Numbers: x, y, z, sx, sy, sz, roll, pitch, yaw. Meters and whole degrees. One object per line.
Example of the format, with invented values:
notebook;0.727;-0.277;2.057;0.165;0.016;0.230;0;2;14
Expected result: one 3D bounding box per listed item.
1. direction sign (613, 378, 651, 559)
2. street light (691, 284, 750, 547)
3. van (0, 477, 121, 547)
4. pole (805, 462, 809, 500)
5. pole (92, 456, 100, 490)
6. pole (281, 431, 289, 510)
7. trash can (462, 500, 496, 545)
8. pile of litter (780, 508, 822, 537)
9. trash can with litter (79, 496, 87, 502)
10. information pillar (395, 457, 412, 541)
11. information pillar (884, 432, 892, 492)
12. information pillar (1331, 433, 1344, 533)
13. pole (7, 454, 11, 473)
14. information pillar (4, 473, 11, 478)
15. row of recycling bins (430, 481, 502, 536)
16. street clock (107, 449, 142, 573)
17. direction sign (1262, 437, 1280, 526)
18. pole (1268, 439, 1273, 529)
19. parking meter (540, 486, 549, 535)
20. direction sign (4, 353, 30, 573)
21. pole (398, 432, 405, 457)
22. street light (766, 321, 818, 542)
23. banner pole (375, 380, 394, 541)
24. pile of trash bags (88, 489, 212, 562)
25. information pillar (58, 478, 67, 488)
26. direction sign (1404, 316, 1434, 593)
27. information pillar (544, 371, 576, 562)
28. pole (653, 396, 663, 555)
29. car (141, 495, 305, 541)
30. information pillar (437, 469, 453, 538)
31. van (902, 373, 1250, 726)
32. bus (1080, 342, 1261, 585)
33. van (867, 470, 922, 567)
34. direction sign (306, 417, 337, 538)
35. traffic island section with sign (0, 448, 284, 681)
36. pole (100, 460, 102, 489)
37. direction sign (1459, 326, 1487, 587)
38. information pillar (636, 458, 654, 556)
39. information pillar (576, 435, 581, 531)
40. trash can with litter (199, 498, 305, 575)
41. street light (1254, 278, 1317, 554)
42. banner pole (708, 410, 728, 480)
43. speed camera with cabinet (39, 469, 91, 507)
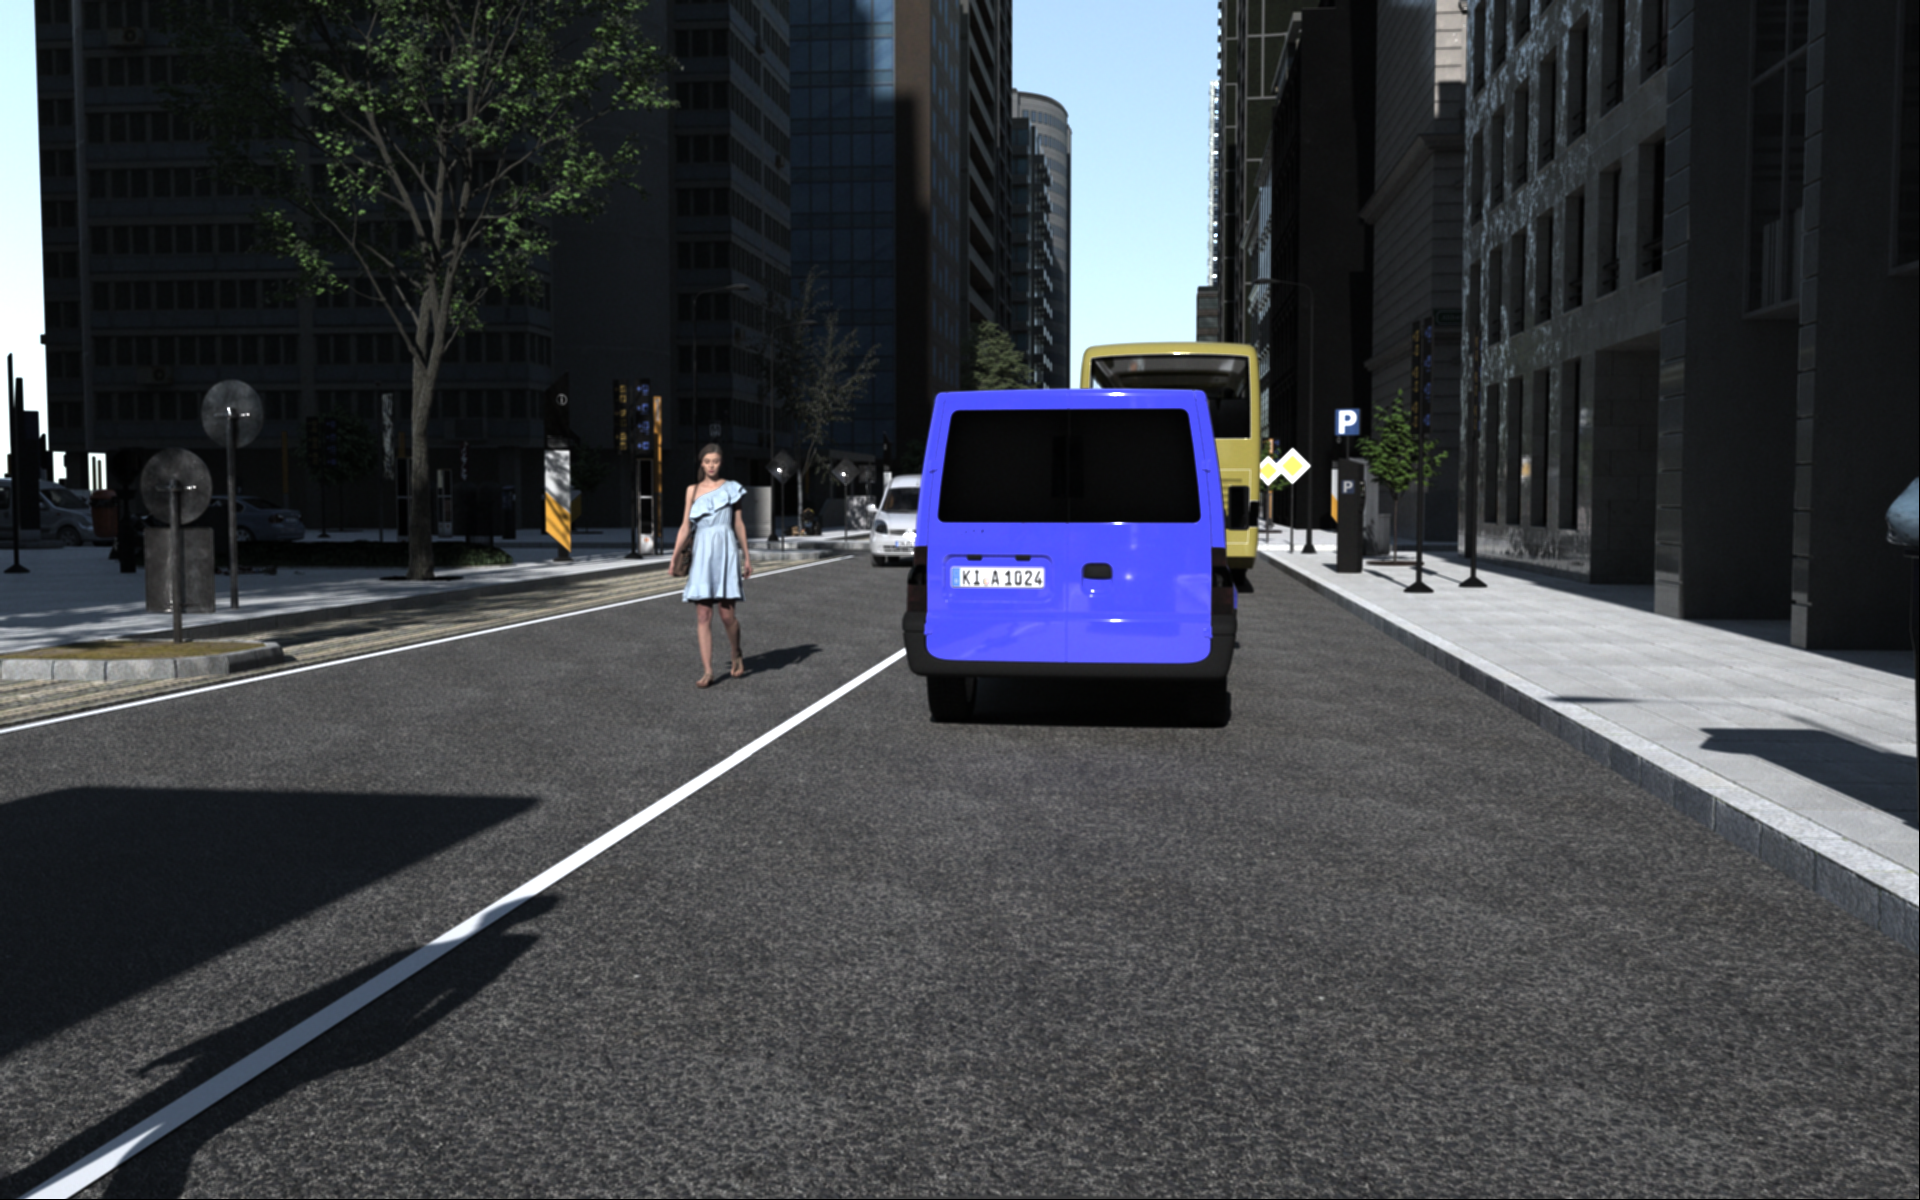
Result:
direction sign;-6.463;-2.580;34.178;0.876;3.537;0.379;2;4;25
street light;-5.356;-4.039;38.577;1.470;5.913;1.316;0;4;6
van;-23.691;-2.300;44.617;4.112;2.044;2.013;0;4;7
pole;-7.949;-5.892;90.178;0.158;3.312;0.155;0;3;0
pole;-46.714;-6.096;93.507;0.158;3.312;0.155;0;3;0
pole;-21.897;-3.815;56.216;0.158;3.312;0.155;0;3;0
trash can;-10.815;-1.670;38.962;0.748;1.137;0.748;0;3;0
pile of litter;-4.913;-2.396;53.139;1.176;0.858;1.719;3;5;40
trash can with litter;-26.972;-2.583;53.297;2.233;1.210;1.678;3;4;38
information pillar;-10.919;-1.819;34.230;0.304;2.012;0.304;1;4;20
information pillar;-2.740;-4.527;65.367;0.183;3.616;0.504;-2;4;-31
information pillar;12.493;-4.031;57.268;0.183;3.616;0.504;-2;4;-31
pole;-48.212;-5.755;87.944;0.158;3.312;0.155;0;3;0
information pillar;-33.624;-3.481;61.414;0.304;2.012;0.304;1;4;10
row of recycling bins;-15.578;-2.858;53.840;3.534;1.692;1.069;2;4;33
street clock;-13.587;-1.447;28.228;0.471;2.002;0.358;-3;5;-42
direction sign;12.422;-4.729;69.317;0.876;3.537;0.379;-2;4;-27
pole;11.439;-4.281;63.841;0.158;3.312;0.155;0;3;0
parking meter;-13.114;-2.848;54.973;0.372;1.533;0.369;0;3;0
direction sign;-15.412;-2.214;28.197;0.379;3.537;0.876;-2;4;-31
pole;-18.269;-3.847;56.747;0.158;3.312;0.155;0;3;0
street light;-4.509;-4.528;46.566;1.470;5.913;1.316;0;4;6
banner pole;-12.645;-2.940;38.087;0.863;3.779;0.401;3;5;44
pile of trash bags;-15.947;-1.497;34.223;1.912;1.369;3.447;1;4;9
information pillar;-42.202;-4.713;81.542;0.304;2.012;0.304;0;4;-8
direction sign;6.000;-1.868;22.545;0.379;3.537;0.876;0;4;-2
information pillar;-7.618;-2.536;32.825;0.504;3.616;0.183;-2;4;-35
pole;-6.312;-2.590;36.194;0.158;3.312;0.155;0;3;0
car;-18.968;-1.950;43.892;4.499;1.417;2.014;0;4;7
information pillar;-15.127;-2.835;50.851;0.304;2.012;0.304;3;5;40
van;0.981;-0.494;12.463;2.240;2.365;5.245;1;4;8
bus;3.698;-2.359;30.122;2.896;3.916;12.252;0;4;7
van;-0.825;-1.735;35.382;2.013;2.044;4.112;0;4;4
direction sign;-18.762;-3.608;50.981;0.876;3.537;0.379;-3;5;-40
traffic island section with sign;-6.721;-0.339;14.168;1.989;1.847;2.006;0;4;6
pole;-51.390;-6.706;103.494;0.158;3.312;0.155;0;3;0
direction sign;7.098;-1.948;23.854;0.379;3.537;0.876;1;4;22
information pillar;-6.525;-1.921;35.907;0.304;2.012;0.304;-1;4;-17
information pillar;-13.361;-4.191;59.872;0.504;3.616;0.183;-2;4;-27
trash can with litter;-11.638;-1.018;27.706;2.233;1.210;1.678;1;4;12
street light;7.013;-3.965;37.361;1.470;5.913;1.316;0;4;6
banner pole;-7.169;-3.776;51.756;0.863;3.779;0.401;-3;5;-41
speed camera with cabinet;-31.674;-4.067;60.839;2.038;3.252;0.660;-2;4;-27
